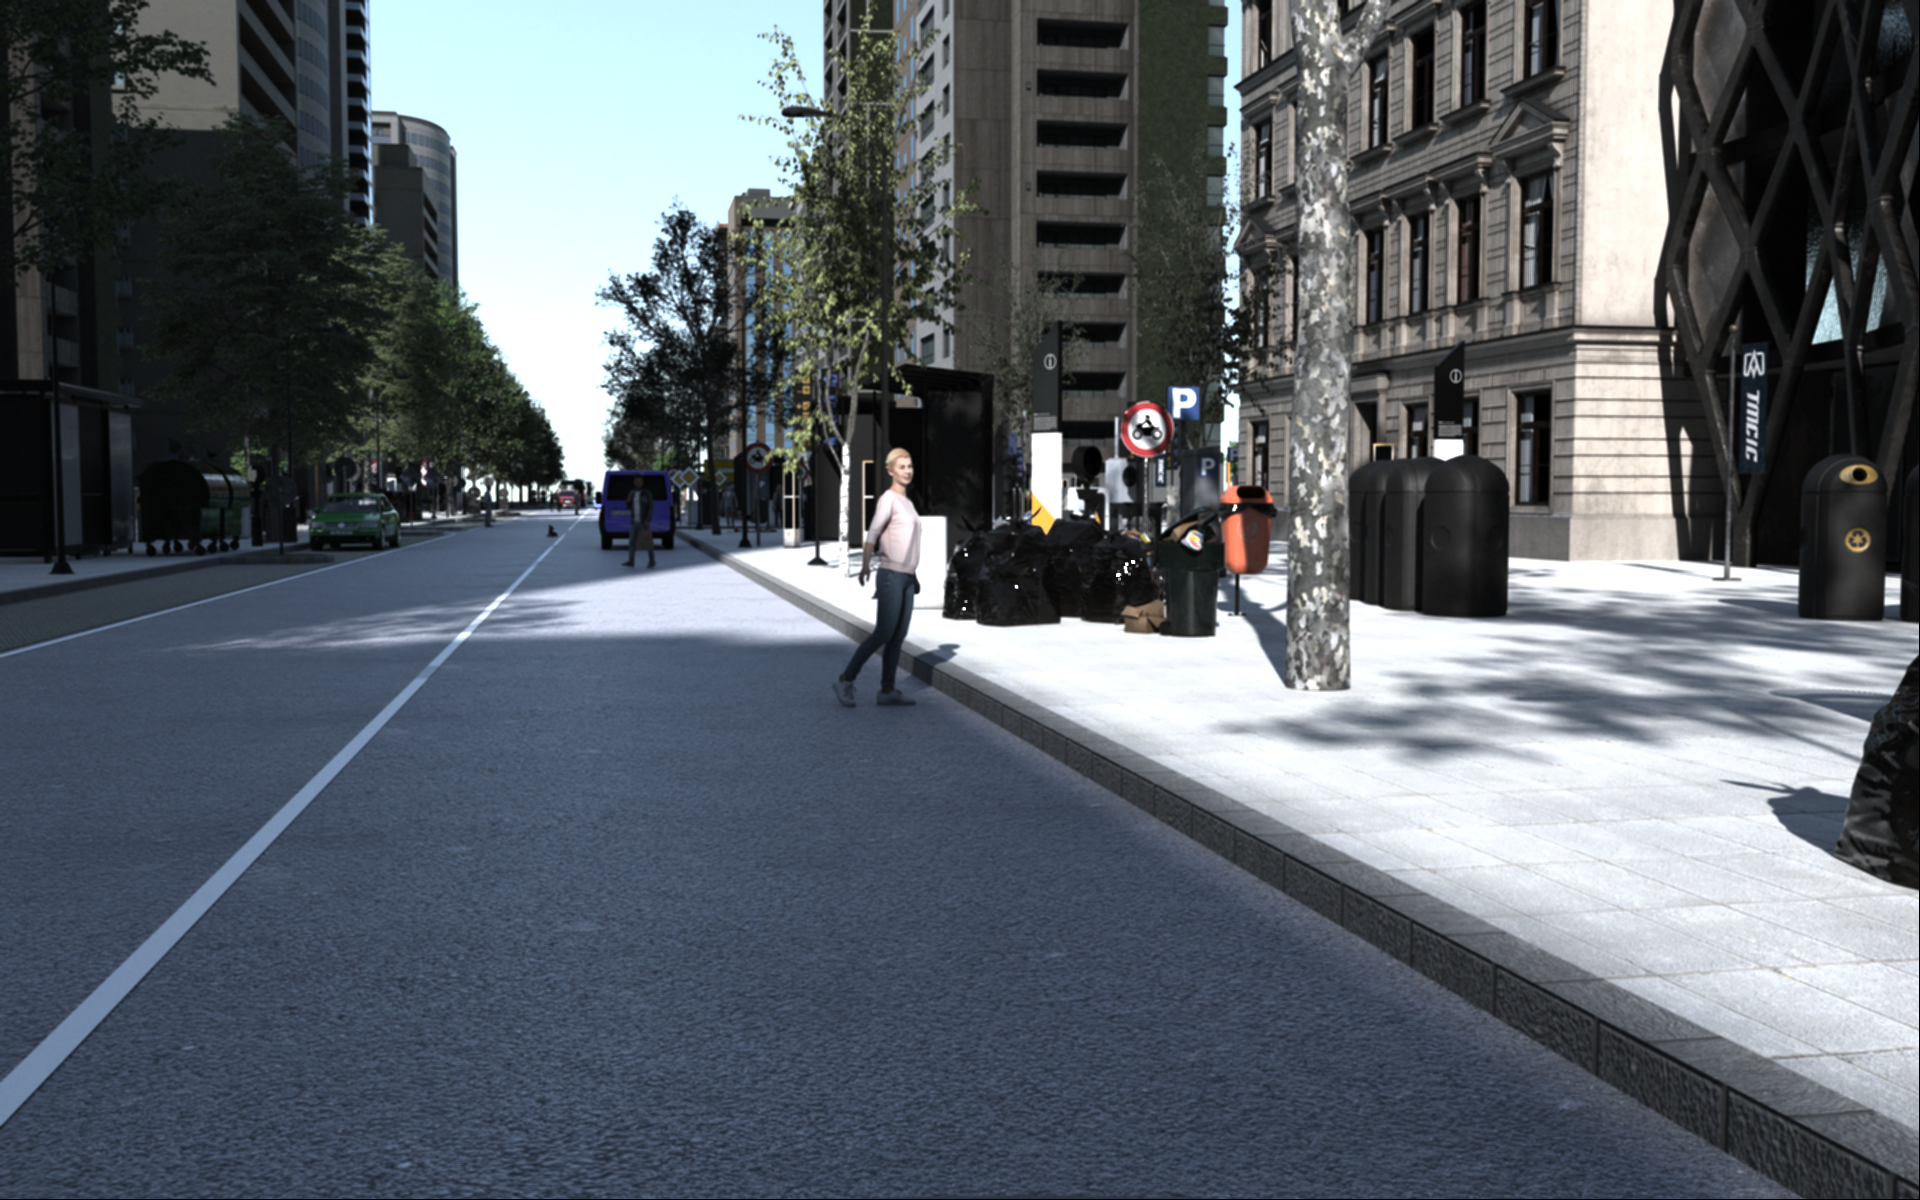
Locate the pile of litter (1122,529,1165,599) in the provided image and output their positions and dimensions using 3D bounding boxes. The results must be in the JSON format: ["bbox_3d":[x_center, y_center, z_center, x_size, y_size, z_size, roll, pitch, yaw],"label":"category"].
[{"bbox_3d":[2.203,-0.462,21.511,1.719,0.858,1.176,2,4,28],"label":"pile of litter"}]

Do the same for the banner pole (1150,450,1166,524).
[{"bbox_3d":[8.396,-5.121,73.751,0.863,3.779,0.401,0,4,-1],"label":"banner pole"}]

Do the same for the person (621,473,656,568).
[{"bbox_3d":[-6.120,-1.516,33.278,0.794,1.824,0.713,3,5,39],"label":"person"}]

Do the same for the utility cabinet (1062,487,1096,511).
[{"bbox_3d":[3.937,-2.988,57.533,1.173,1.500,0.318,-2,4,-25],"label":"utility cabinet"}]

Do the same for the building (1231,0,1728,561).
[{"bbox_3d":[14.379,-10.859,42.174,10.561,19.102,19.286,-1,4,-12],"label":"building"}]

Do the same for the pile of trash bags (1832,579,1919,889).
[{"bbox_3d":[4.827,0.258,5.528,3.447,1.369,1.912,-1,4,-8],"label":"pile of trash bags"}]

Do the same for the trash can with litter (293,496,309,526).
[{"bbox_3d":[-26.623,-3.622,70.275,1.678,1.210,2.233,2,4,29],"label":"trash can with litter"}]

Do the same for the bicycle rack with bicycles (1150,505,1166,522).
[{"bbox_3d":[9.509,-4.185,81.802,2.925,0.926,2.852,3,5,41],"label":"bicycle rack with bicycles"}]

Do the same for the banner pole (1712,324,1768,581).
[{"bbox_3d":[11.501,-2.167,25.440,0.401,3.779,0.863,-2,4,-24],"label":"banner pole"}]

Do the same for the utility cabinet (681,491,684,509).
[{"bbox_3d":[-22.354,-7.873,137.403,1.173,1.500,0.318,3,5,43],"label":"utility cabinet"}]

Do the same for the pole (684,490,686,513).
[{"bbox_3d":[-19.045,-7.733,120.285,0.158,3.312,0.155,0,3,0],"label":"pole"}]

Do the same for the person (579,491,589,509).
[{"bbox_3d":[-35.838,-9.512,164.734,1.217,1.743,0.721,0,4,-3],"label":"person"}]

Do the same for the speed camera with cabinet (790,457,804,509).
[{"bbox_3d":[-7.676,-5.586,85.661,2.038,3.252,0.660,2,4,28],"label":"speed camera with cabinet"}]

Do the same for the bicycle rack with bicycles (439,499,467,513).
[{"bbox_3d":[-35.229,-6.567,120.747,2.852,0.926,2.925,0,4,5],"label":"bicycle rack with bicycles"}]

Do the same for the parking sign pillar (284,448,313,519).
[{"bbox_3d":[-39.042,-6.930,101.773,1.447,3.967,1.447,0,4,5],"label":"parking sign pillar"}]

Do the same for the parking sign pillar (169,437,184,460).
[{"bbox_3d":[-36.637,-5.709,81.816,1.447,3.967,1.447,-1,4,-12],"label":"parking sign pillar"}]

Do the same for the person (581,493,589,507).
[{"bbox_3d":[-41.904,-11.237,192.218,1.348,1.826,0.705,-1,4,-20],"label":"person"}]

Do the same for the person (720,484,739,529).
[{"bbox_3d":[-9.028,-3.623,67.862,0.709,1.813,0.853,0,4,-8],"label":"person"}]

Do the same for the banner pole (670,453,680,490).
[{"bbox_3d":[-17.377,-7.057,105.397,0.863,3.779,0.401,-3,5,-43],"label":"banner pole"}]

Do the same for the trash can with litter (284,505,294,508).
[{"bbox_3d":[-26.372,-3.405,67.056,1.055,1.170,0.624,0,4,2],"label":"trash can with litter"}]

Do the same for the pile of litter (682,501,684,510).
[{"bbox_3d":[-21.241,-7.441,135.619,1.719,0.858,1.176,3,4,38],"label":"pile of litter"}]

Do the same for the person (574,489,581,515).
[{"bbox_3d":[-26.780,-6.898,121.490,0.583,1.804,0.606,-3,5,-41],"label":"person"}]

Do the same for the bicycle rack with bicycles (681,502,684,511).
[{"bbox_3d":[-19.096,-6.750,123.738,2.852,0.926,2.925,1,4,23],"label":"bicycle rack with bicycles"}]

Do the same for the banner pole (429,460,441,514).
[{"bbox_3d":[-34.239,-7.514,112.873,0.401,3.779,0.863,3,4,38],"label":"banner pole"}]

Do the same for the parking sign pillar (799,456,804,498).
[{"bbox_3d":[-11.535,-8.227,122.984,1.447,3.967,1.447,1,4,18],"label":"parking sign pillar"}]

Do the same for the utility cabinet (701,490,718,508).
[{"bbox_3d":[-14.852,-5.760,102.857,1.173,1.500,0.318,0,4,-3],"label":"utility cabinet"}]

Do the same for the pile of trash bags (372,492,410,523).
[{"bbox_3d":[-25.728,-4.103,76.833,1.912,1.369,3.447,-2,4,-32],"label":"pile of trash bags"}]

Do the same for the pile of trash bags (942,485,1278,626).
[{"bbox_3d":[1.576,-0.494,17.824,3.447,1.369,1.912,-1,4,-9],"label":"pile of trash bags"}]

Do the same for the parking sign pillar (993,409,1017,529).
[{"bbox_3d":[1.444,-4.097,55.464,1.447,3.967,1.447,-1,4,-12],"label":"parking sign pillar"}]

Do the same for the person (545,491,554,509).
[{"bbox_3d":[-38.453,-9.410,163.076,1.217,1.735,0.721,0,4,1],"label":"person"}]

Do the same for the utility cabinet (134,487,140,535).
[{"bbox_3d":[-25.338,-2.703,52.875,0.318,1.500,1.173,-1,4,-12],"label":"utility cabinet"}]

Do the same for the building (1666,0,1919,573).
[{"bbox_3d":[21.228,-9.648,25.195,16.820,18.784,16.811,-1,4,-12],"label":"building"}]

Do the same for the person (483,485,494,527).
[{"bbox_3d":[-20.712,-4.123,76.017,0.391,1.810,0.635,-2,4,-25],"label":"person"}]

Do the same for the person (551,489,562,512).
[{"bbox_3d":[-32.367,-7.981,138.951,0.822,1.834,0.622,0,4,6],"label":"person"}]

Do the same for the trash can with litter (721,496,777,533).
[{"bbox_3d":[-7.054,-2.895,58.386,2.233,1.210,1.678,-3,5,-42],"label":"trash can with litter"}]

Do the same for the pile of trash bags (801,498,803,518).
[{"bbox_3d":[-7.245,-5.122,93.496,1.912,1.369,3.447,-2,4,-25],"label":"pile of trash bags"}]

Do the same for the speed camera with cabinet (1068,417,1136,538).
[{"bbox_3d":[3.640,-3.033,43.931,2.038,3.252,0.660,-3,5,-42],"label":"speed camera with cabinet"}]

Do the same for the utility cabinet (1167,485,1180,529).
[{"bbox_3d":[5.894,-2.179,44.313,1.173,1.500,0.318,2,4,25],"label":"utility cabinet"}]

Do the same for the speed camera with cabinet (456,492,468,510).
[{"bbox_3d":[-39.881,-8.756,137.497,2.038,3.252,0.660,1,4,20],"label":"speed camera with cabinet"}]

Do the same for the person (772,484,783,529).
[{"bbox_3d":[-6.769,-3.487,65.688,0.709,1.800,0.728,0,4,4],"label":"person"}]

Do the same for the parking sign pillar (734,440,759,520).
[{"bbox_3d":[-10.653,-6.016,86.841,1.447,3.967,1.447,1,4,14],"label":"parking sign pillar"}]

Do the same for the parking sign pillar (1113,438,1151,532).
[{"bbox_3d":[5.788,-4.291,58.626,1.447,3.967,1.447,-3,4,-36],"label":"parking sign pillar"}]

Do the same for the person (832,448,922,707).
[{"bbox_3d":[-0.575,-0.154,11.690,0.598,1.740,0.731,0,4,7],"label":"person"}]

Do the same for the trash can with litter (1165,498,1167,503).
[{"bbox_3d":[7.718,-3.080,61.749,1.055,1.170,0.624,-3,5,-43],"label":"trash can with litter"}]

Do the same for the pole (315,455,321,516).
[{"bbox_3d":[-29.725,-5.279,80.148,0.158,3.312,0.155,0,3,0],"label":"pole"}]

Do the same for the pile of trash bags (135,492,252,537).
[{"bbox_3d":[-22.901,-2.580,51.939,3.447,1.369,1.912,0,4,-8],"label":"pile of trash bags"}]

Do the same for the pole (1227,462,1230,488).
[{"bbox_3d":[12.909,-5.467,83.229,0.158,3.312,0.155,0,3,0],"label":"pole"}]

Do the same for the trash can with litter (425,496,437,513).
[{"bbox_3d":[-41.563,-7.616,135.907,0.624,1.170,1.055,0,4,2],"label":"trash can with litter"}]

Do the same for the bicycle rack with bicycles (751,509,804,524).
[{"bbox_3d":[-7.341,-3.735,74.450,2.925,0.926,2.852,0,4,2],"label":"bicycle rack with bicycles"}]

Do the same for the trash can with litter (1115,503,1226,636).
[{"bbox_3d":[1.887,-0.270,15.808,1.055,1.170,0.624,3,5,42],"label":"trash can with litter"}]
